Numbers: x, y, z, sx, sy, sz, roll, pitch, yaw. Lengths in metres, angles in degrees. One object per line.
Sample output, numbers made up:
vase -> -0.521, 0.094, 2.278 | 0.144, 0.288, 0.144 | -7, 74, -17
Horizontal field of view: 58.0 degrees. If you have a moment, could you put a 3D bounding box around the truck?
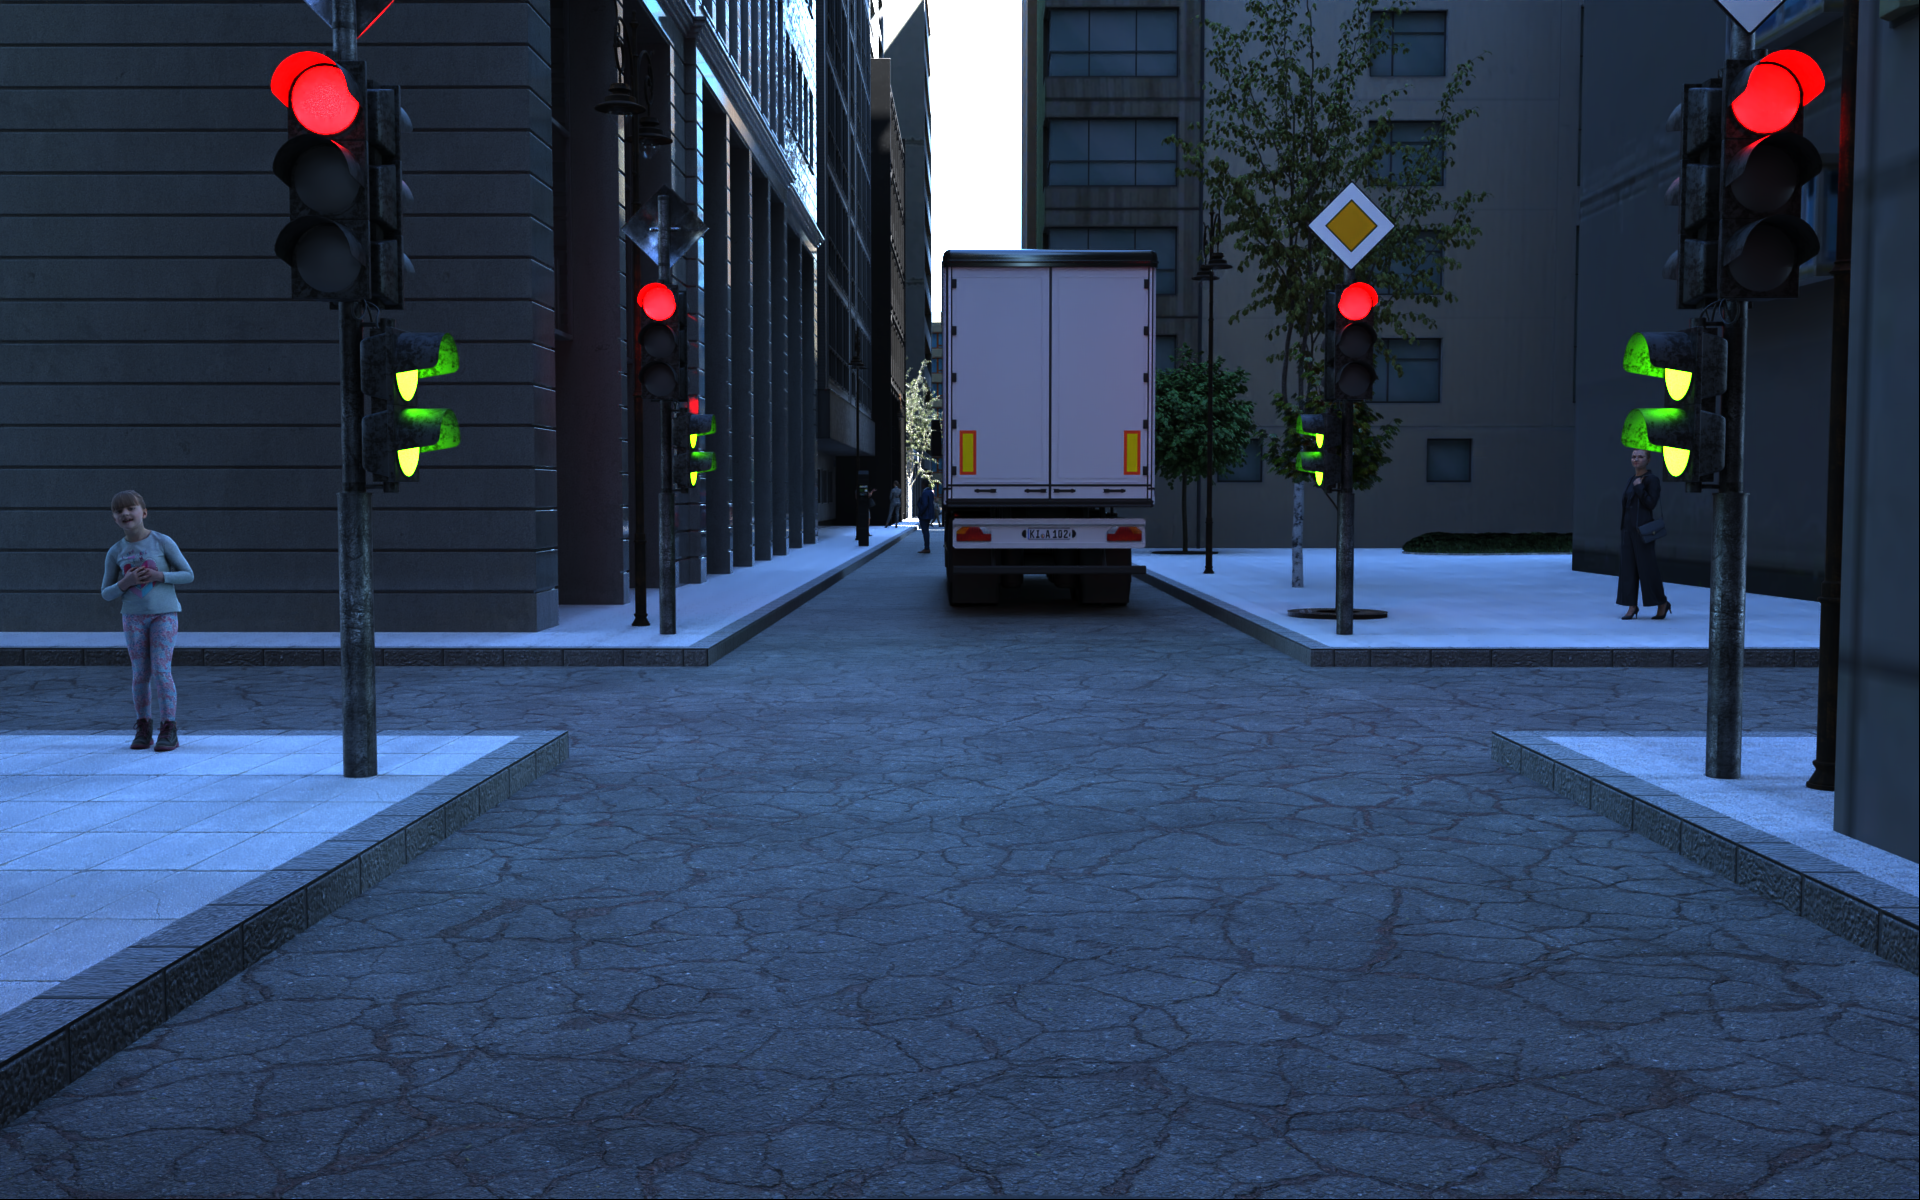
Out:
truck -> 0.966, -2.235, 25.457 | 2.839, 4.237, 11.283 | 0, 4, -1

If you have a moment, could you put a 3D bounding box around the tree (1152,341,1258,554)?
tree -> 4.914, -3.284, 37.403 | 4.285, 4.588, 4.351 | 0, 3, 0

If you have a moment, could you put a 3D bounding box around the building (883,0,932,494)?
building -> -12.883, -30.492, 122.250 | 21.300, 48.544, 21.600 | 0, 4, 0

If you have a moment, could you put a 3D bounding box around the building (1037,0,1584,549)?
building -> 9.047, -22.199, 46.549 | 14.154, 41.232, 14.086 | 0, 4, 0

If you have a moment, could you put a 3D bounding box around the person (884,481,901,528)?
person -> -2.541, -3.640, 65.838 | 0.573, 1.790, 0.520 | 3, 5, 40

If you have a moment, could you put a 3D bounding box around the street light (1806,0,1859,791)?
street light -> 3.794, -2.116, 7.382 | 0.468, 5.910, 1.993 | 0, 4, 0

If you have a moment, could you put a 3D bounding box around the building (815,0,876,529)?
building -> -10.564, -16.122, 57.102 | 14.314, 27.812, 24.014 | 0, 4, 0

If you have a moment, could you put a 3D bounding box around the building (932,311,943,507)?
building -> 5.121, -20.987, 188.176 | 28.899, 21.520, 27.650 | 0, 4, 0

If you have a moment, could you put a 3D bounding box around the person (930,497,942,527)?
person -> -1.025, -3.828, 75.363 | 0.640, 1.303, 0.475 | 0, 4, -1

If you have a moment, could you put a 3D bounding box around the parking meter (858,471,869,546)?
parking meter -> -2.385, -2.270, 42.834 | 0.255, 1.863, 0.399 | 0, 4, -3

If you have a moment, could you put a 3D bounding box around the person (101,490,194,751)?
person -> -4.089, 0.097, 8.732 | 0.425, 1.301, 0.394 | -2, 4, -26

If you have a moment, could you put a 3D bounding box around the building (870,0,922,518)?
building -> -12.654, -40.470, 99.932 | 20.563, 71.187, 20.611 | 0, 4, 0

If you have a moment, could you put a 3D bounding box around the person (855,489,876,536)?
person -> -2.834, -2.843, 52.885 | 0.716, 1.782, 0.532 | 3, 4, 39

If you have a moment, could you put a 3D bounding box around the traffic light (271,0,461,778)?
traffic light -> -2.716, -1.153, 7.775 | 0.839, 4.253, 0.868 | 0, 4, 0

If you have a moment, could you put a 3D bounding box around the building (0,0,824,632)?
building -> -9.205, -15.438, 29.906 | 11.434, 29.767, 29.804 | 0, 4, 0

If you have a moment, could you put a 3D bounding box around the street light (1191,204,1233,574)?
street light -> 4.022, -3.365, 27.811 | 0.468, 5.910, 1.993 | 0, 4, 0

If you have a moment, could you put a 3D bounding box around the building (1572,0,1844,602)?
building -> 20.741, -24.433, 23.177 | 21.600, 48.544, 21.300 | 0, 4, 0

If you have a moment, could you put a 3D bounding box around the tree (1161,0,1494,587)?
tree -> 4.892, -4.481, 23.631 | 4.737, 8.622, 4.395 | 0, 3, 0

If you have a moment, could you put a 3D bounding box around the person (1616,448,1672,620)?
person -> 6.987, -0.691, 17.755 | 0.534, 1.772, 0.576 | -2, 4, -35

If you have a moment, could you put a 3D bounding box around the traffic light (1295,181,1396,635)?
traffic light -> 3.500, -1.640, 15.733 | 0.839, 4.253, 0.868 | 0, 4, 0

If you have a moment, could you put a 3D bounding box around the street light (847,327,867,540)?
street light -> -2.834, -4.601, 48.020 | 0.468, 5.910, 1.993 | 0, 4, 0

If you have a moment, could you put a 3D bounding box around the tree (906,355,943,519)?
tree -> -2.565, -8.477, 88.955 | 4.360, 8.622, 3.978 | 0, 3, 0

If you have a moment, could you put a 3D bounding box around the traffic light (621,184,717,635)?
traffic light -> -2.661, -1.642, 15.760 | 0.839, 4.253, 0.868 | 0, 4, 0

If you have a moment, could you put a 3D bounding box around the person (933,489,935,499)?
person -> -2.366, -8.793, 150.749 | 0.756, 1.711, 0.436 | -3, 5, -41

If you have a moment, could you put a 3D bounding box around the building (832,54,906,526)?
building -> -8.867, -15.134, 77.113 | 12.332, 23.373, 15.834 | 0, 4, 0

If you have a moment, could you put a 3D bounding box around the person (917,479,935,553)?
person -> -0.825, -2.045, 42.121 | 0.419, 1.800, 0.721 | 1, 4, 10

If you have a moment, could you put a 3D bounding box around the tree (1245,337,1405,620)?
tree -> 4.072, -1.443, 18.195 | 1.663, 3.219, 1.824 | 0, 3, 0

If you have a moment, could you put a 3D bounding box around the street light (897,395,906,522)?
street light -> -2.741, -6.511, 79.238 | 0.468, 5.910, 1.993 | 0, 4, 0

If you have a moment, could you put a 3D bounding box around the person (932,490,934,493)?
person -> -2.414, -8.542, 146.377 | 0.621, 1.740, 0.551 | -2, 4, -28

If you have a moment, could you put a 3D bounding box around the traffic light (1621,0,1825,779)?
traffic light -> 3.445, -1.152, 7.748 | 0.839, 4.253, 0.868 | 0, 4, 0

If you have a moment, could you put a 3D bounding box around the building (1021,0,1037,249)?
building -> 11.191, -28.512, 116.275 | 14.600, 45.320, 14.200 | 0, 4, 0

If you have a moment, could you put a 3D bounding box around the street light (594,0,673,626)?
street light -> -3.112, -2.687, 16.717 | 0.468, 5.910, 1.993 | 0, 4, 0
